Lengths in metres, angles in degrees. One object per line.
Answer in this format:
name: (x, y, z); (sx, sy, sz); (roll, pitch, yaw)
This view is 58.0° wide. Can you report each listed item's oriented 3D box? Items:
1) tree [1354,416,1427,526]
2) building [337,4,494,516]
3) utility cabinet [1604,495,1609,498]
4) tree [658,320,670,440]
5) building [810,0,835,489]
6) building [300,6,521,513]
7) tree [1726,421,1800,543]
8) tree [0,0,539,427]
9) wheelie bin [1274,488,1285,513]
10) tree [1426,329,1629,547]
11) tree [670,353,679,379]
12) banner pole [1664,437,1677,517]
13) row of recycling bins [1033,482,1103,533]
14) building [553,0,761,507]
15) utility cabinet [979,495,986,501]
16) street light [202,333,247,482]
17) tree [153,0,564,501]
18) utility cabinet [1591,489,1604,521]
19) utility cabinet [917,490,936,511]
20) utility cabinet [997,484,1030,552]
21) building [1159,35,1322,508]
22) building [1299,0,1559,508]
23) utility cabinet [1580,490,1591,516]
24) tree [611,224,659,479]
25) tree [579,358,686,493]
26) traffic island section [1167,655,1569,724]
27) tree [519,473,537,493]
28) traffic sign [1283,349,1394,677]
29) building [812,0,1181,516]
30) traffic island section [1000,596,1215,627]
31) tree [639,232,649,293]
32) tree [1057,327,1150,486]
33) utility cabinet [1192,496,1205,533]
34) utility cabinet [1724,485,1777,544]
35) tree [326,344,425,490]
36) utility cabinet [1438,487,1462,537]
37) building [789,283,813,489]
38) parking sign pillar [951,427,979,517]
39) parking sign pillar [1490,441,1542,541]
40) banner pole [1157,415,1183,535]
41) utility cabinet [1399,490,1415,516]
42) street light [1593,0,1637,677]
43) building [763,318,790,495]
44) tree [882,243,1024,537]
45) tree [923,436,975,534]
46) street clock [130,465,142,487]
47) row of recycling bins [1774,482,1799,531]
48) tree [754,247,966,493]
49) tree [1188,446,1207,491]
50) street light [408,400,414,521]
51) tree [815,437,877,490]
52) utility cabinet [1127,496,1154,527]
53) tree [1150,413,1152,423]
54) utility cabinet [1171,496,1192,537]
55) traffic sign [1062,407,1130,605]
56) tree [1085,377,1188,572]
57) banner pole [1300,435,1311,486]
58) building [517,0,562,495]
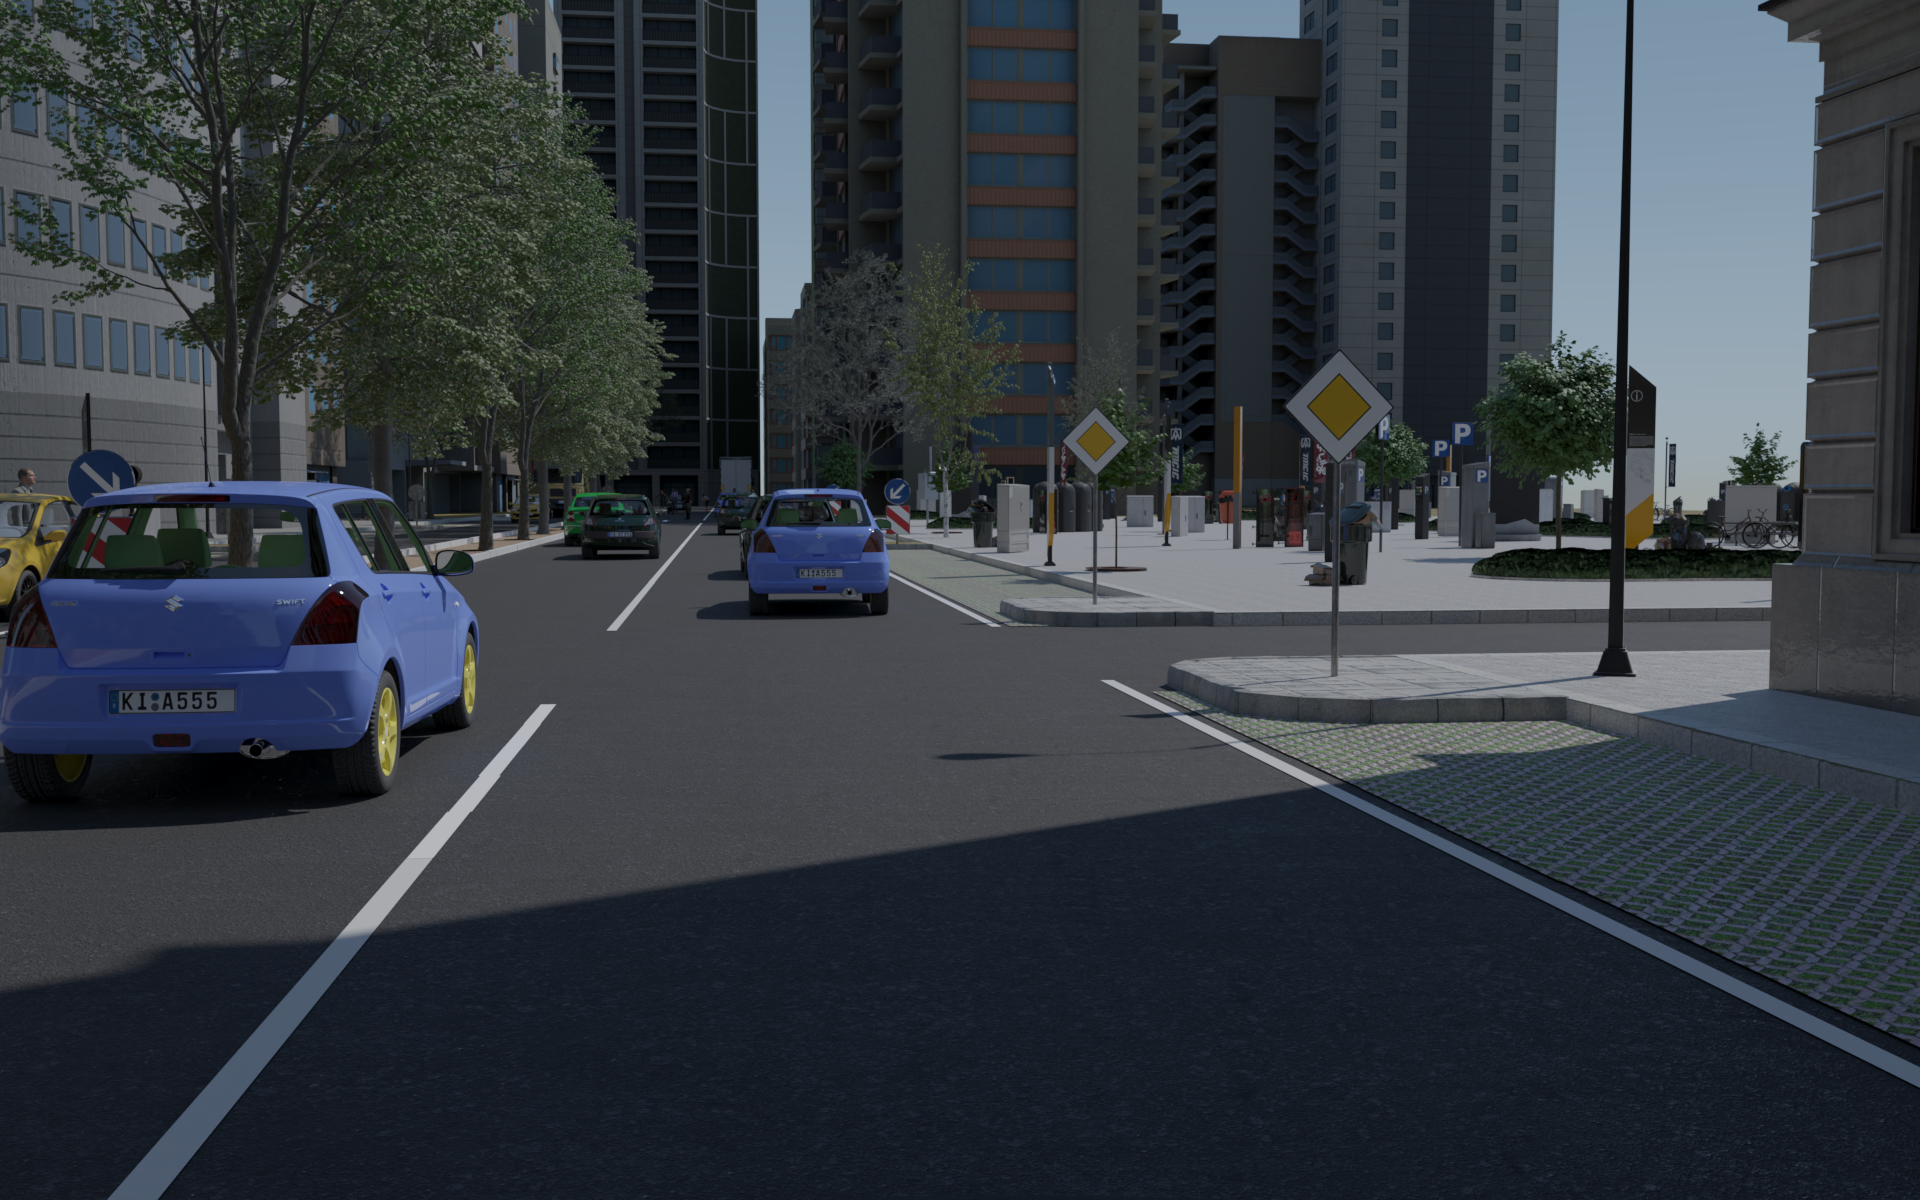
tree: (17.454, -5.331, 70.883); (4.285, 4.588, 4.351); (0, 3, 0)
building: (-43.570, -31.411, 102.816); (28.713, 52.752, 27.495); (0, 4, -8)
utility cabinet: (34.844, -5.059, 93.883); (0.306, 1.237, 1.020); (0, 4, 3)
tree: (-15.807, -9.086, 69.136); (7.486, 12.596, 7.792); (0, 3, 0)
building: (-4.643, -27.607, 134.970); (14.154, 41.232, 14.086); (0, 4, -8)
building: (-39.611, -29.040, 124.914); (14.600, 45.320, 14.200); (0, 4, -8)
tree: (21.281, -3.160, 46.263); (1.663, 3.219, 1.824); (0, 3, 0)
tree: (-9.347, -5.757, 22.342); (9.928, 11.665, 9.643); (0, 3, 0)
wheelie bin: (16.746, -5.053, 90.519); (0.693, 1.594, 0.980); (-2, 4, -35)
tree: (11.982, -3.115, 34.649); (4.285, 4.588, 4.351); (0, 3, 0)
tree: (-16.377, -9.548, 76.700); (7.486, 12.596, 7.792); (0, 3, 0)
banner pole: (30.984, -5.237, 75.639); (0.401, 3.779, 0.863); (-1, 4, -16)
row of recycling bins: (3.713, -3.148, 58.587); (1.069, 1.692, 3.534); (3, 4, 38)
building: (-31.761, -45.629, 184.286); (20.611, 71.187, 20.563); (0, 4, -8)
utility cabinet: (0.687, -4.124, 78.590); (1.020, 1.237, 0.306); (2, 4, 29)
street light: (-21.125, -4.724, 49.773); (1.470, 5.913, 1.316); (0, 4, -8)
tree: (-10.655, -6.790, 31.606); (7.486, 12.596, 7.792); (0, 3, 0)
utility cabinet: (27.102, -3.961, 73.441); (0.318, 1.500, 1.173); (1, 4, 15)
utility cabinet: (-1.811, -5.176, 93.314); (0.318, 1.500, 1.173); (3, 5, 43)
utility cabinet: (1.183, -1.794, 38.003); (0.318, 1.500, 1.173); (2, 4, 24)
building: (25.445, -31.658, 167.721); (14.200, 45.320, 14.600); (0, 4, -8)
building: (43.020, -44.562, 166.843); (20.611, 71.187, 20.563); (0, 4, -8)
utility cabinet: (33.949, -5.170, 93.210); (1.173, 1.500, 0.318); (-1, 4, -21)
tree: (-14.962, -8.625, 61.610); (7.486, 12.596, 7.792); (0, 3, 0)
tree: (-17.660, -9.060, 85.004); (8.767, 10.594, 7.601); (0, 4, -8)
traffic island section: (2.654, 0.616, 12.204); (2.009, 0.180, 2.903); (0, 4, -8)
tree: (-34.488, -8.756, 137.767); (1.663, 3.219, 1.824); (0, 3, 0)
traffic sign: (2.632, -0.519, 12.124); (0.795, 2.450, 0.064); (0, 4, -8)
building: (1.746, -28.065, 113.491); (22.147, 44.769, 28.867); (0, 4, -8)
traffic island section: (1.584, 0.132, 20.117); (2.009, 0.180, 2.903); (0, 4, -8)
tree: (-11.690, -7.004, 42.735); (9.928, 11.665, 9.643); (0, 3, 0)
tree: (6.251, -7.737, 76.870); (4.360, 8.622, 3.978); (0, 3, 0)
utility cabinet: (7.639, -2.836, 57.534); (1.020, 1.237, 0.306); (-2, 4, -26)
utility cabinet: (19.992, -2.148, 43.802); (1.173, 1.500, 0.318); (2, 4, 26)
tree: (-25.247, -7.629, 75.094); (4.360, 8.622, 3.978); (0, 3, 0)
utility cabinet: (14.866, -2.638, 51.810); (1.173, 1.500, 0.318); (-2, 4, -27)
building: (-0.910, -19.139, 157.964); (27.650, 21.520, 28.899); (0, 4, -8)
parking sign pillar: (0.202, -4.996, 70.155); (1.447, 3.967, 1.447); (-3, 4, -38)
parking sign pillar: (15.237, -3.612, 47.536); (1.447, 3.967, 1.447); (1, 4, 16)
banner pole: (6.647, -3.951, 54.611); (0.863, 3.779, 0.401); (2, 4, 24)
utility cabinet: (23.207, -4.942, 89.486); (0.318, 1.500, 1.173); (-2, 4, -24)
street light: (4.115, -2.417, 12.058); (1.470, 5.913, 1.316); (0, 4, -8)
building: (-7.084, -21.272, 192.837); (28.899, 21.520, 27.650); (0, 4, -8)
tree: (-0.356, -6.141, 50.765); (4.737, 8.622, 4.395); (0, 3, 0)
tree: (-0.529, -3.777, 56.363); (1.663, 3.219, 1.824); (0, 3, 0)
street clock: (-20.793, -2.380, 43.489); (0.471, 2.002, 0.358); (0, 4, -2)
row of recycling bins: (29.027, -3.214, 59.669); (1.069, 1.692, 3.534); (-1, 4, -19)
tree: (-4.889, -10.697, 85.263); (12.009, 13.543, 11.850); (0, 3, 0)
tree: (7.542, -3.958, 59.317); (1.663, 3.219, 1.824); (0, 3, 0)
street light: (-25.416, -6.677, 81.704); (1.470, 5.913, 1.316); (0, 4, -8)
tree: (-6.298, -6.908, 96.664); (4.285, 4.588, 4.351); (0, 3, 0)
utility cabinet: (6.990, -3.430, 67.237); (1.020, 1.237, 0.306); (0, 4, 3)
tree: (8.098, -8.828, 94.692); (4.360, 8.622, 3.978); (0, 3, 0)
utility cabinet: (6.661, -2.526, 52.460); (0.306, 1.237, 1.020); (1, 4, 22)
traffic sign: (1.562, -1.003, 20.037); (0.795, 2.450, 0.064); (0, 4, -8)
tree: (2.577, -2.092, 28.805); (1.663, 3.219, 1.824); (0, 3, 0)
banner pole: (12.939, -4.535, 64.164); (0.863, 3.779, 0.401); (3, 5, 40)
building: (-47.054, -32.477, 154.698); (21.600, 48.544, 21.300); (0, 4, -8)
